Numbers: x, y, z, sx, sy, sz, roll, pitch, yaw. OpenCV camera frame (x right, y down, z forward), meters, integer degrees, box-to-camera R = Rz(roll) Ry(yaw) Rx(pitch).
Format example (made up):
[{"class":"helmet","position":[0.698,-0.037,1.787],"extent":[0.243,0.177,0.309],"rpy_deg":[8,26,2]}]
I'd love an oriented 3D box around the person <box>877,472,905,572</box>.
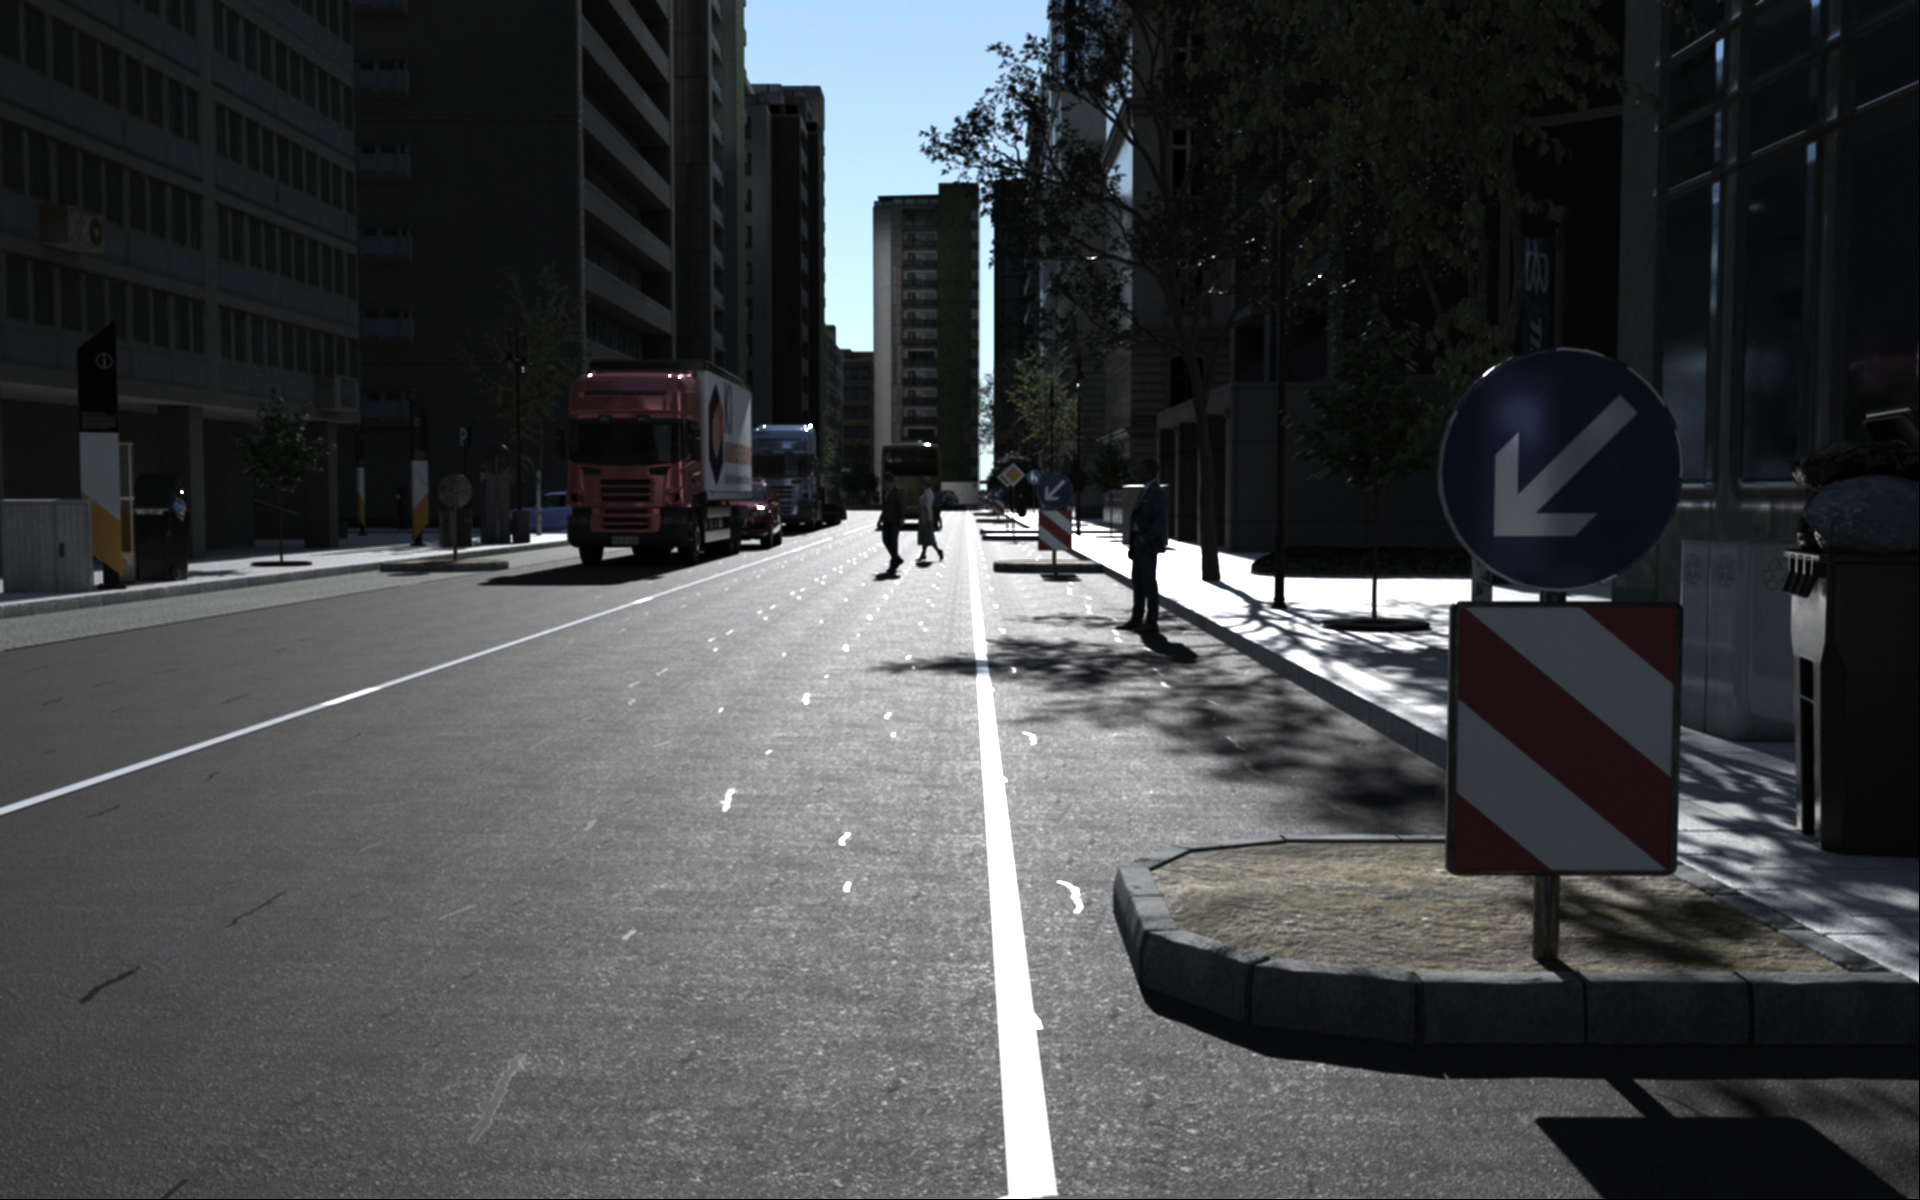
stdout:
[{"class":"person","position":[-1.272,-1.449,32.099],"extent":[0.656,1.842,0.836],"rpy_deg":[1,4,19]}]

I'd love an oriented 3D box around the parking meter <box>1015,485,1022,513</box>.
[{"class":"parking meter","position":[3.958,-6.791,116.741],"extent":[0.399,1.863,0.255],"rpy_deg":[-2,4,-35]}]

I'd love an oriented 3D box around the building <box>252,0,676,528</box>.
[{"class":"building","position":[-24.652,-27.516,73.594],"extent":[21.300,48.544,21.600],"rpy_deg":[0,4,0]}]

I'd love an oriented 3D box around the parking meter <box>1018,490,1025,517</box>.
[{"class":"parking meter","position":[3.494,-5.512,98.538],"extent":[0.372,1.533,0.369],"rpy_deg":[0,3,0]}]

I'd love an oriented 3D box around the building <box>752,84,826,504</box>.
[{"class":"building","position":[-20.669,-29.664,168.593],"extent":[14.154,41.232,14.086],"rpy_deg":[0,4,0]}]

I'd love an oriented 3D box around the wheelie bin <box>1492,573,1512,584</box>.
[{"class":"wheelie bin","position":[7.742,-1.040,24.911],"extent":[0.693,1.594,0.980],"rpy_deg":[0,4,7]}]

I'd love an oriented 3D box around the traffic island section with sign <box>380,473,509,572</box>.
[{"class":"traffic island section with sign","position":[-9.639,-1.471,32.672],"extent":[1.989,1.847,2.006],"rpy_deg":[0,4,0]}]

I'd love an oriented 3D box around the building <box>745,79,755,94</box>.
[{"class":"building","position":[-29.925,-27.972,149.223],"extent":[32.217,40.220,23.993],"rpy_deg":[0,4,0]}]

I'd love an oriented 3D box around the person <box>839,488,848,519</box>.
[{"class":"person","position":[-6.643,-5.464,98.044],"extent":[0.583,1.804,0.606],"rpy_deg":[-2,4,-33]}]

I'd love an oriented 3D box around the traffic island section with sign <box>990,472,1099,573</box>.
[{"class":"traffic island section with sign","position":[1.627,-1.455,32.411],"extent":[1.989,1.847,2.006],"rpy_deg":[0,4,0]}]

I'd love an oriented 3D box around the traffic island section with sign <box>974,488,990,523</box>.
[{"class":"traffic island section with sign","position":[1.817,-4.837,87.719],"extent":[1.989,1.847,2.006],"rpy_deg":[0,4,0]}]

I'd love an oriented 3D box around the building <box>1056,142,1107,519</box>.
[{"class":"building","position":[10.710,-15.216,97.933],"extent":[9.793,20.994,18.267],"rpy_deg":[0,4,0]}]

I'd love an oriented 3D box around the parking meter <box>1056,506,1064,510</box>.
[{"class":"parking meter","position":[3.981,-3.714,69.127],"extent":[0.372,1.533,0.369],"rpy_deg":[0,3,0]}]

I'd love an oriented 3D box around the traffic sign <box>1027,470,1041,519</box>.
[{"class":"traffic sign","position":[3.851,-5.499,90.013],"extent":[0.768,2.556,0.104],"rpy_deg":[0,4,3]}]

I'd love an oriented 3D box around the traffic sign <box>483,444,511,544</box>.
[{"class":"traffic sign","position":[-11.831,-2.699,44.241],"extent":[0.768,2.556,0.104],"rpy_deg":[1,4,10]}]

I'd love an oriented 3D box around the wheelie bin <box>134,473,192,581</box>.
[{"class":"wheelie bin","position":[-11.892,-1.090,25.736],"extent":[0.980,1.594,0.693],"rpy_deg":[0,4,5]}]

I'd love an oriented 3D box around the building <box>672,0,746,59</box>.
[{"class":"building","position":[-20.882,-25.831,105.933],"extent":[14.154,41.232,14.086],"rpy_deg":[0,4,0]}]

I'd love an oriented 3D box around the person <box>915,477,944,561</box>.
[{"class":"person","position":[-0.644,-1.727,36.958],"extent":[0.641,1.798,0.478],"rpy_deg":[1,4,23]}]

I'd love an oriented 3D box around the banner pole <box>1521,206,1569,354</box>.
[{"class":"banner pole","position":[5.062,-1.530,15.030],"extent":[0.863,3.779,0.401],"rpy_deg":[-3,5,-42]}]

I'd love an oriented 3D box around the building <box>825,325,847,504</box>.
[{"class":"building","position":[-28.760,-21.652,199.046],"extent":[28.899,21.520,27.650],"rpy_deg":[0,4,0]}]

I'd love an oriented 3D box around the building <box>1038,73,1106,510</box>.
[{"class":"building","position":[11.658,-21.094,122.376],"extent":[11.434,29.767,29.804],"rpy_deg":[0,4,0]}]

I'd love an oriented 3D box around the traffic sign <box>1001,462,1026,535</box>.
[{"class":"traffic sign","position":[1.674,-3.107,54.447],"extent":[0.795,2.450,0.064],"rpy_deg":[0,4,0]}]

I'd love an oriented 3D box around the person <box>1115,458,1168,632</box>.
[{"class":"person","position":[1.943,-0.573,18.044],"extent":[0.419,1.800,0.721],"rpy_deg":[-1,4,-17]}]

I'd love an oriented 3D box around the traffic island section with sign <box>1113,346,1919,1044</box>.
[{"class":"traffic island section with sign","position":[1.518,0.194,5.456],"extent":[1.989,1.847,2.006],"rpy_deg":[0,4,0]}]

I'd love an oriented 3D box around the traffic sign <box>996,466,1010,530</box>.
[{"class":"traffic sign","position":[1.702,-3.596,62.432],"extent":[0.795,2.450,0.064],"rpy_deg":[0,4,0]}]

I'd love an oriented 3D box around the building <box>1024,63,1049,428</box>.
[{"class":"building","position":[18.681,-35.239,195.773],"extent":[23.786,49.044,30.456],"rpy_deg":[0,4,0]}]

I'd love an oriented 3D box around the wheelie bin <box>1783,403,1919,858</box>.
[{"class":"wheelie bin","position":[3.381,0.099,6.293],"extent":[0.693,1.594,0.980],"rpy_deg":[1,4,14]}]

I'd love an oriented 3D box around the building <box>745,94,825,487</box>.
[{"class":"building","position":[-17.675,-21.835,128.711],"extent":[14.160,30.474,14.107],"rpy_deg":[0,4,0]}]

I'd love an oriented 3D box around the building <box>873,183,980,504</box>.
[{"class":"building","position":[-4.407,-33.418,229.976],"extent":[14.086,41.232,14.154],"rpy_deg":[0,4,0]}]

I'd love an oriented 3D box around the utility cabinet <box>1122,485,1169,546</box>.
[{"class":"utility cabinet","position":[4.525,-2.059,42.342],"extent":[1.173,1.500,0.318],"rpy_deg":[3,5,40]}]

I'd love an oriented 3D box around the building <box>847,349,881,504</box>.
[{"class":"building","position":[-25.881,-23.911,235.979],"extent":[28.899,21.520,27.650],"rpy_deg":[0,4,0]}]

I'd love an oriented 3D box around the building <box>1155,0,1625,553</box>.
[{"class":"building","position":[16.138,-36.823,40.316],"extent":[20.563,71.187,20.611],"rpy_deg":[0,4,0]}]

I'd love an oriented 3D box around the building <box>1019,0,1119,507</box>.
[{"class":"building","position":[17.182,-52.034,163.428],"extent":[22.319,86.520,31.000],"rpy_deg":[0,4,0]}]

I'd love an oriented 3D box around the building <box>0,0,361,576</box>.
[{"class":"building","position":[-26.135,-20.966,34.671],"extent":[23.993,40.220,32.217],"rpy_deg":[0,4,0]}]

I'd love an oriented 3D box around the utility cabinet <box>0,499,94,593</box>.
[{"class":"utility cabinet","position":[-11.903,-0.699,22.597],"extent":[1.020,1.237,0.306],"rpy_deg":[-1,4,-16]}]

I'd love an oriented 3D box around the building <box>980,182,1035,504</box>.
[{"class":"building","position":[17.083,-35.381,233.101],"extent":[28.867,44.769,22.147],"rpy_deg":[0,4,0]}]

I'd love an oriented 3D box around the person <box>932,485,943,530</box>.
[{"class":"person","position":[-0.897,-3.680,69.016],"extent":[0.601,1.785,0.444],"rpy_deg":[-2,4,-34]}]

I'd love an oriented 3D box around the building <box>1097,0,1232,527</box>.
[{"class":"building","position":[23.312,-15.340,69.889],"extent":[34.723,24.649,14.460],"rpy_deg":[0,4,0]}]

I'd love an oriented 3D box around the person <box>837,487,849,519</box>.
[{"class":"person","position":[-6.810,-5.578,99.483],"extent":[0.659,1.850,0.755],"rpy_deg":[2,4,29]}]

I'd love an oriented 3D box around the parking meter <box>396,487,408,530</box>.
[{"class":"parking meter","position":[-20.129,-3.308,62.495],"extent":[0.372,1.533,0.369],"rpy_deg":[0,3,0]}]
